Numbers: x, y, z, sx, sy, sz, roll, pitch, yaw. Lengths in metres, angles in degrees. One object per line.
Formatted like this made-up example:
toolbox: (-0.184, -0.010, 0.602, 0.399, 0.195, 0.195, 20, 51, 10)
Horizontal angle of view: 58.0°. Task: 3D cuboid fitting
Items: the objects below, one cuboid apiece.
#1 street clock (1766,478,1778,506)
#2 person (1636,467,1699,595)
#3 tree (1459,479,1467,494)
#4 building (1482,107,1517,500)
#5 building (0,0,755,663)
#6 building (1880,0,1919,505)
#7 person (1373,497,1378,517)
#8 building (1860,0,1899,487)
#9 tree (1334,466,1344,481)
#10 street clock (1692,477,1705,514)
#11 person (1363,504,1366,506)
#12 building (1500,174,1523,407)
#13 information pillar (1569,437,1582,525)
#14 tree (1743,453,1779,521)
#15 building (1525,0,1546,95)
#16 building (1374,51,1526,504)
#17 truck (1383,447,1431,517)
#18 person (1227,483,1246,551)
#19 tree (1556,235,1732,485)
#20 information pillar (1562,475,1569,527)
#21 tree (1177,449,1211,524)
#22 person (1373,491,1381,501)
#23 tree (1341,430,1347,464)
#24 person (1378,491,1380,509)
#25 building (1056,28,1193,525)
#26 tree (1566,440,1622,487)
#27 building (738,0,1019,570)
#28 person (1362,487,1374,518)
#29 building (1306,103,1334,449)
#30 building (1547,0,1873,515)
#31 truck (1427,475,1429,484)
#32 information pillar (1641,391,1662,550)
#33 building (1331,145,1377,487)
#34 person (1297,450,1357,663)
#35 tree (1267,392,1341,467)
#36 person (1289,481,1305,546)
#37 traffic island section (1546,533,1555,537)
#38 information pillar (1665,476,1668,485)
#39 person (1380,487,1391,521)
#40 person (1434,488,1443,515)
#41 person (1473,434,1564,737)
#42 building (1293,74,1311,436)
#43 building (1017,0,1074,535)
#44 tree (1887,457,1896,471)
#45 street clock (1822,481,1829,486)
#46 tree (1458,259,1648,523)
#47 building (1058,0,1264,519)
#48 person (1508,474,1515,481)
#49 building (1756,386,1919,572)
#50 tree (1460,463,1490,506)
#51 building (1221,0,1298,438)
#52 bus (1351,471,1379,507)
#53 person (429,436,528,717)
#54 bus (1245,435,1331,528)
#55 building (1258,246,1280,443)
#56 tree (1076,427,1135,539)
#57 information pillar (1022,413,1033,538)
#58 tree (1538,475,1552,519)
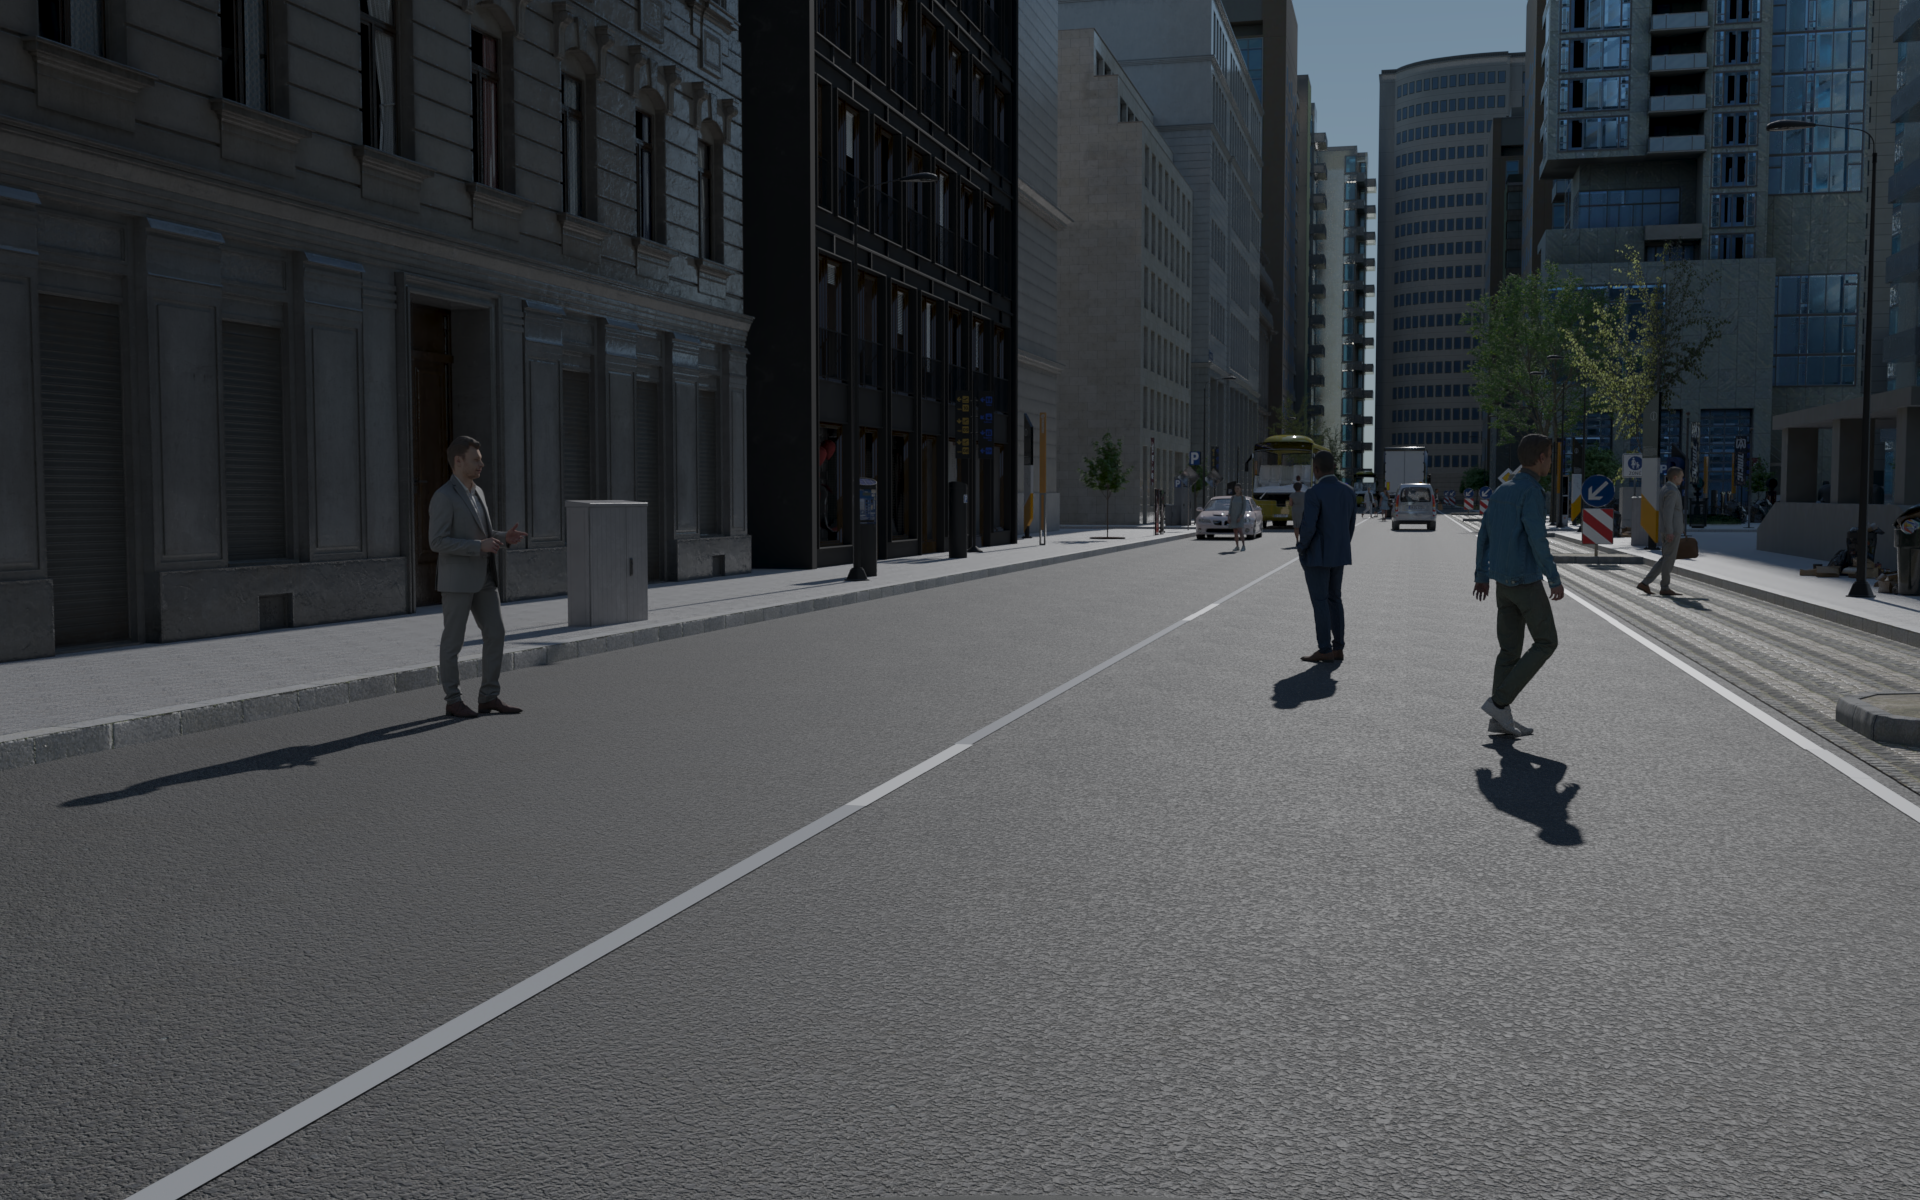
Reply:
street clock: (37.209, -4.579, 79.438, 0.471, 2.002, 0.358, -1, 4, -9)
person: (10.002, -0.963, 24.365, 0.853, 1.813, 0.709, 1, 4, 9)
tree: (58.090, -12.572, 200.145, 1.663, 3.219, 1.824, 0, 3, 0)
building: (68.098, -33.639, 200.102, 14.600, 45.320, 14.200, 1, 4, 15)
building: (-10.160, -10.449, 19.997, 9.793, 20.994, 18.267, 1, 4, 15)
building: (55.418, -27.627, 71.314, 30.456, 49.044, 23.786, 1, 4, 15)
person: (25.828, -5.774, 107.594, 0.332, 1.250, 0.352, -1, 4, -13)
building: (90.294, -46.020, 190.675, 20.611, 71.187, 20.563, 1, 4, 15)
tree: (35.892, -11.372, 169.653, 4.285, 4.588, 4.351, 0, 3, 0)
street clock: (34.529, -4.676, 81.015, 0.358, 2.002, 0.471, -3, 5, -43)
person: (47.756, -11.910, 204.171, 0.436, 1.711, 0.756, -1, 4, -17)
building: (56.346, -23.566, 157.008, 14.160, 30.474, 14.107, 1, 4, 15)
information pillar: (25.383, -4.890, 71.312, 0.504, 3.616, 0.183, -2, 4, -27)
tree: (37.381, -5.303, 81.309, 1.663, 3.219, 1.824, 0, 3, 0)
building: (53.760, -30.091, 142.101, 14.600, 45.320, 14.200, 1, 4, 15)
building: (69.579, -42.020, 229.033, 28.212, 58.520, 21.231, 1, 4, 15)
truck: (28.183, -7.361, 109.266, 2.839, 4.237, 11.283, 1, 4, 16)
person: (7.017, -2.092, 43.712, 0.512, 1.701, 0.522, 2, 4, 32)
tree: (19.474, -6.042, 49.148, 4.360, 8.622, 3.978, 0, 3, 0)
information pillar: (23.866, -3.916, 68.515, 0.304, 2.012, 0.304, -1, 4, -9)
tree: (10.093, -4.918, 75.011, 1.663, 3.219, 1.824, 0, 3, 0)
person: (38.676, -9.287, 161.064, 1.217, 1.735, 0.721, -2, 4, -27)
tree: (38.704, -14.165, 181.966, 4.737, 8.622, 4.395, 0, 3, 0)
person: (39.347, -9.376, 162.620, 0.721, 1.723, 1.217, 0, 4, -5)
building: (4.518, -13.797, 80.333, 10.420, 20.320, 16.860, 1, 4, 15)
tree: (38.609, -7.419, 105.022, 4.285, 4.588, 4.351, 0, 3, 0)
building: (-6.462, -12.732, 37.843, 12.332, 23.373, 15.834, 1, 4, 15)
person: (24.065, -5.734, 102.132, 0.514, 1.842, 0.818, -3, 5, -42)
building: (27.524, -35.804, 205.001, 30.456, 49.044, 23.786, 1, 4, 15)
building: (49.357, -49.293, 118.606, 22.319, 86.520, 31.000, 1, 4, 15)
truck: (34.191, -8.379, 132.927, 3.469, 3.379, 9.791, 1, 4, 16)
information pillar: (15.888, -2.963, 39.802, 0.183, 3.616, 0.504, -1, 4, -23)
building: (41.409, -37.843, 238.340, 30.456, 49.044, 23.786, 1, 4, 15)
person: (3.142, -0.374, 14.799, 0.721, 1.800, 0.419, -3, 5, -42)
tree: (24.136, -10.620, 123.992, 4.737, 8.622, 4.395, 0, 3, 0)
person: (9.406, -2.376, 47.700, 0.716, 1.782, 0.532, 0, 4, 4)
traffic island section: (18.938, -2.215, 58.503, 2.009, 0.180, 2.903, 1, 4, 15)
information pillar: (28.455, -3.979, 69.547, 0.304, 2.012, 0.304, 2, 4, 28)
person: (22.546, -5.088, 91.776, 0.616, 1.811, 0.778, 1, 4, 18)
person: (32.061, -6.608, 116.517, 0.794, 1.824, 0.713, -1, 4, -23)
person: (3.272, -0.084, 10.215, 0.444, 1.785, 0.601, 0, 4, -6)
building: (25.837, -29.488, 165.720, 14.154, 41.232, 14.086, 1, 4, 15)
building: (-8.839, -16.466, 56.608, 23.554, 28.519, 14.401, 1, 4, 15)
tree: (26.573, -3.231, 47.421, 1.663, 3.219, 1.824, 0, 3, 0)
street clock: (47.431, -5.525, 94.900, 0.358, 2.002, 0.471, 1, 4, 10)
tree: (26.656, -9.310, 77.971, 9.928, 11.665, 9.643, 0, 3, 0)
building: (11.033, -19.875, 102.446, 11.434, 29.767, 29.804, 1, 4, 15)
person: (11.194, -1.626, 34.959, 0.514, 1.842, 0.818, -2, 4, -28)
building: (32.172, -20.551, 27.887, 32.217, 40.220, 23.993, 1, 4, 15)
tree: (54.919, -12.262, 184.199, 4.285, 4.588, 4.351, 0, 3, 0)
building: (21.856, -30.670, 151.568, 14.600, 45.320, 14.200, 1, 4, 15)
bus: (44.481, -12.143, 190.076, 2.896, 3.916, 12.252, 1, 4, 14)
person: (-3.097, -0.149, 11.142, 0.583, 1.804, 0.606, 1, 4, 11)
bus: (14.572, -5.141, 75.606, 2.896, 3.916, 12.252, 1, 4, 16)
building: (16.207, -17.598, 129.524, 13.314, 21.916, 24.055, 1, 4, 15)
tree: (4.326, -3.359, 49.521, 1.663, 3.219, 1.824, 0, 3, 0)
information pillar: (1.973, -3.587, 49.995, 0.183, 3.616, 0.504, -1, 4, -23)
tree: (30.129, -5.809, 89.578, 1.663, 3.219, 1.824, 0, 3, 0)
